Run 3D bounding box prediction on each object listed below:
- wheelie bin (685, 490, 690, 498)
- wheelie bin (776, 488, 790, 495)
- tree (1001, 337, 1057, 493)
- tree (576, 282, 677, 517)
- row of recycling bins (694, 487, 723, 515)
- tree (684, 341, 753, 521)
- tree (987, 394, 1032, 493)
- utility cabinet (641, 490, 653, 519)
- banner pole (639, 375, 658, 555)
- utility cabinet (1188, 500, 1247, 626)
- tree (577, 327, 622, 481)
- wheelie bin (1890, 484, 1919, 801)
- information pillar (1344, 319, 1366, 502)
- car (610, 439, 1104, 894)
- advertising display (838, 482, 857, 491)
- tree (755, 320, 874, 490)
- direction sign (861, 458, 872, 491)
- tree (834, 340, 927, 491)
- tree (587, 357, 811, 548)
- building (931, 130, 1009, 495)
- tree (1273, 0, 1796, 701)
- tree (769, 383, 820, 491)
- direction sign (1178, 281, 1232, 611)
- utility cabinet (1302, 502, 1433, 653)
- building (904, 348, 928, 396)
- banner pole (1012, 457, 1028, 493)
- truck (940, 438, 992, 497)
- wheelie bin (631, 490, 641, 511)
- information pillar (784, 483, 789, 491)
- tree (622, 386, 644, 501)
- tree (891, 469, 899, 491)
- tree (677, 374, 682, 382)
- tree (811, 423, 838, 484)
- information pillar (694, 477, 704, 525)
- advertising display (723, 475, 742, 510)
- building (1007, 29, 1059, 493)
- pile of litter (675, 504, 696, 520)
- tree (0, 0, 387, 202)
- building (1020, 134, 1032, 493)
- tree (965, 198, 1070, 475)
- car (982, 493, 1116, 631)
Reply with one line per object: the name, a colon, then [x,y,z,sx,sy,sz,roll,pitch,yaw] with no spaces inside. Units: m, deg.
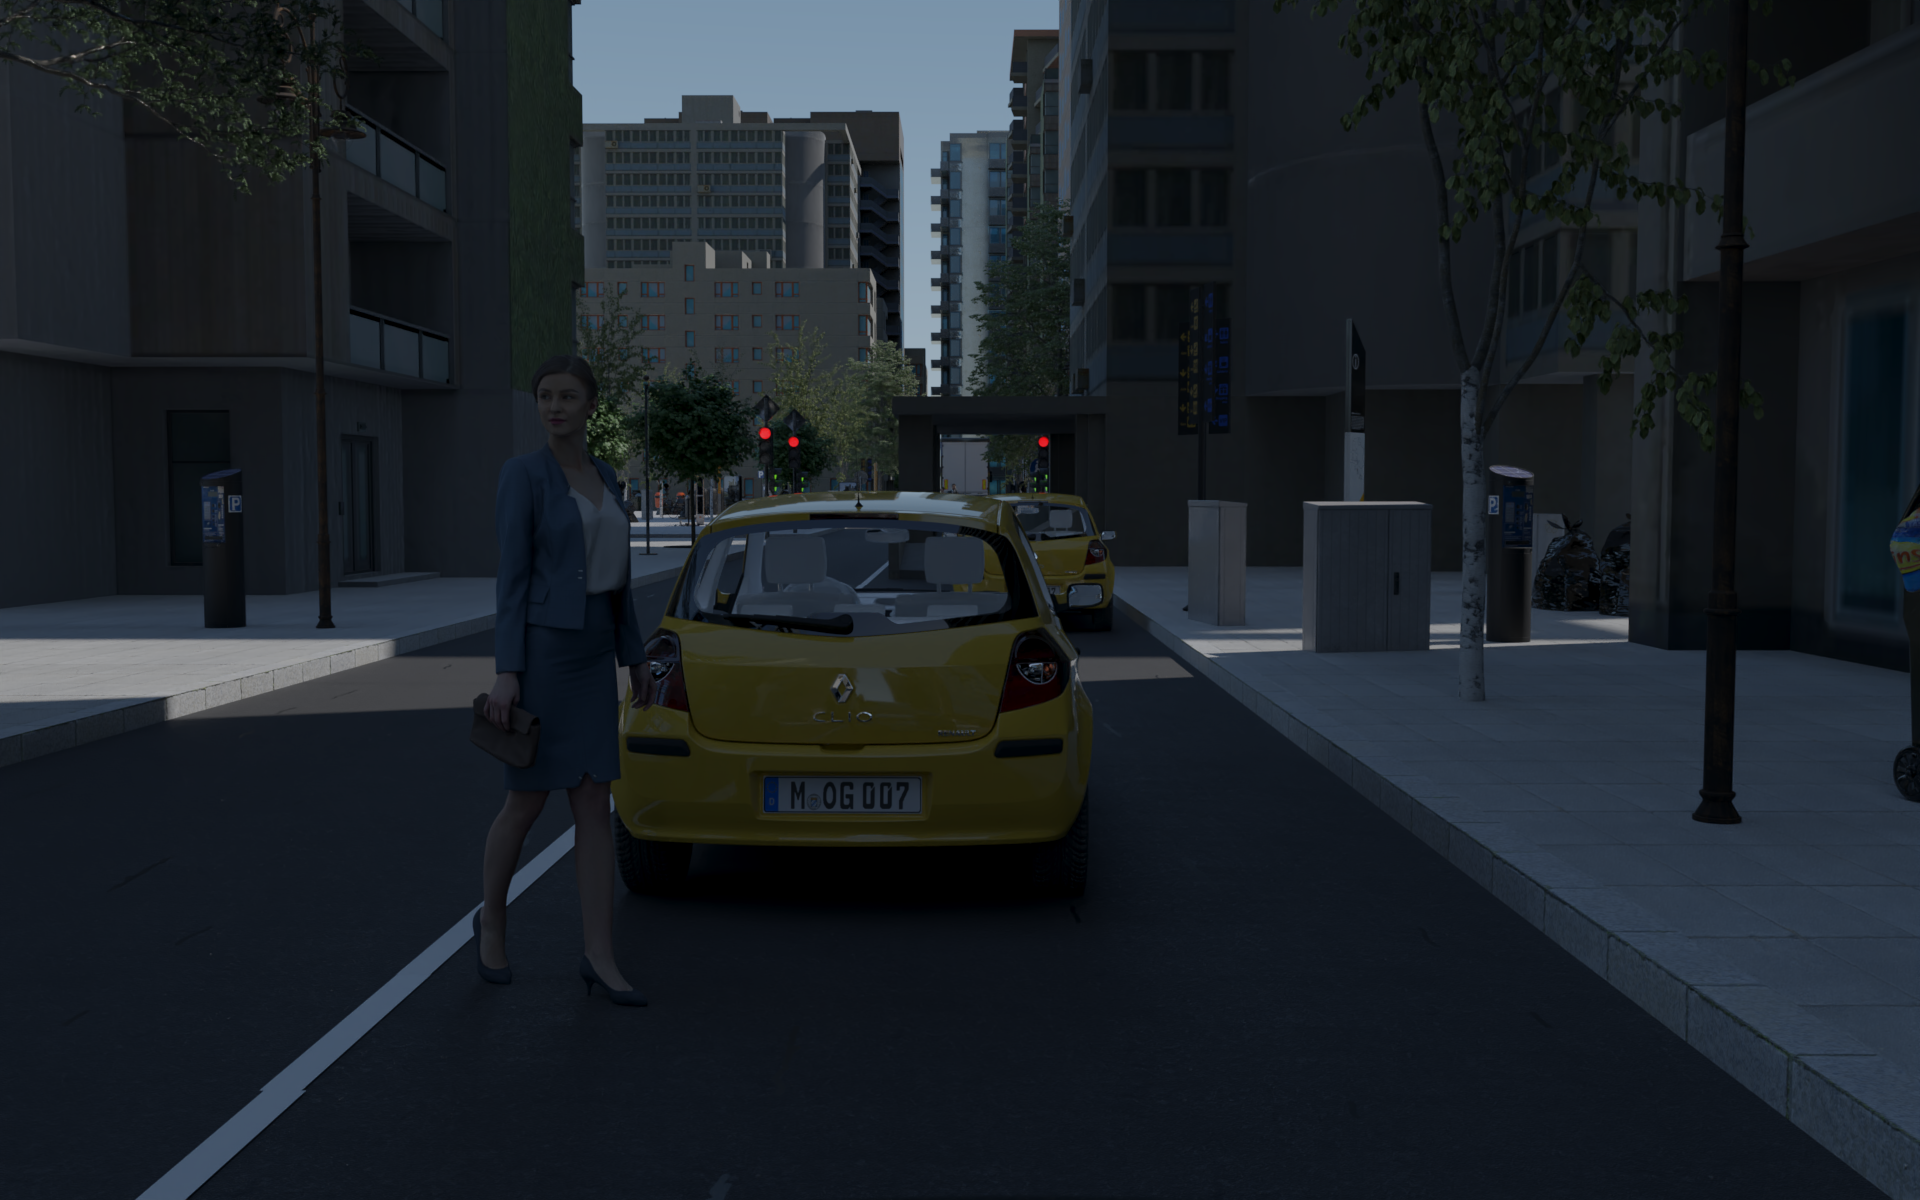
wheelie bin: [-20.104,-7.456,129.809,0.693,1.594,0.980,2,4,27]
wheelie bin: [-8.159,-4.386,79.622,0.693,1.594,0.980,-1,4,-19]
tree: [3.516,-7.915,79.777,4.360,8.622,3.978,0,3,0]
tree: [-12.404,-6.669,59.398,4.737,8.622,4.395,0,3,0]
row of recycling bins: [-15.170,-6.126,107.269,1.069,1.692,3.534,2,4,27]
tree: [-12.020,-8.146,83.553,4.360,8.622,3.978,0,3,0]
tree: [3.648,-9.752,109.814,4.737,8.622,4.395,0,3,0]
utility cabinet: [-15.635,-4.768,86.632,0.318,1.500,1.173,0,4,4]
banner pole: [-6.534,-2.828,36.263,0.401,3.779,0.863,-1,4,-14]
utility cabinet: [2.567,-0.375,17.295,0.306,1.237,1.020,-1,4,-9]
tree: [-16.125,-7.407,71.471,4.360,8.622,3.978,0,3,0]
wheelie bin: [4.333,0.052,7.053,0.980,1.594,0.693,-1,4,-9]
information pillar: [5.327,-1.961,23.414,0.183,3.616,0.504,3,4,36]
car: [-0.340,0.158,7.648,2.015,1.641,3.980,0,4,1]
advertising display: [-5.887,-5.239,90.869,0.974,1.923,0.123,-1,4,-16]
tree: [-6.923,-7.572,74.167,4.737,8.622,4.395,0,3,0]
direction sign: [-5.959,-7.221,110.054,0.876,3.537,0.379,-3,5,-42]
tree: [-5.568,-12.810,127.569,7.486,12.596,7.792,0,3,0]
tree: [-6.473,-3.546,41.685,4.285,4.588,4.351,0,3,0]
building: [11.475,-37.192,227.694,30.456,49.044,23.786,0,4,0]
tree: [3.208,-3.665,10.292,4.737,8.622,4.395,0,3,0]
tree: [-10.757,-9.952,113.076,4.360,8.622,3.978,0,3,0]
direction sign: [2.638,-1.648,18.935,0.379,3.537,0.876,-1,4,-9]
utility cabinet: [3.338,-0.185,14.189,1.020,1.237,0.306,-1,4,-14]
building: [-19.012,-23.555,230.169,28.899,21.520,27.650,0,4,0]
banner pole: [3.726,-6.907,102.949,0.863,3.779,0.401,3,5,42]
truck: [0.322,-6.280,91.588,2.839,4.237,11.283,0,4,1]
wheelie bin: [-24.333,-7.481,130.225,0.980,1.594,0.693,1,4,20]
information pillar: [-8.631,-4.954,85.484,0.304,2.012,0.304,-1,4,-15]
tree: [-22.781,-10.212,117.333,4.360,8.622,3.978,0,3,0]
tree: [-6.054,-12.550,188.897,4.285,4.588,4.351,0,3,0]
tree: [-16.745,-8.995,97.431,4.737,8.622,4.395,0,3,0]
tree: [-6.244,-4.885,63.585,4.285,4.588,4.351,0,3,0]
information pillar: [-10.675,-4.074,71.102,0.304,2.012,0.304,-1,4,-12]
advertising display: [-7.723,-3.279,58.833,0.123,1.923,0.974,-3,5,-42]
building: [15.687,-31.121,163.454,22.147,44.769,28.867,0,4,0]
pile of litter: [-13.493,-4.494,87.448,1.719,0.858,1.176,0,4,-6]
tree: [-6.805,-4.597,9.570,7.601,10.594,8.767,-1,4,-9]
building: [12.458,-22.654,142.088,14.160,30.474,14.107,0,4,0]
tree: [4.031,-9.097,66.865,7.486,12.596,7.792,0,3,0]
car: [0.792,-0.570,19.544,2.015,1.641,3.980,0,4,1]
